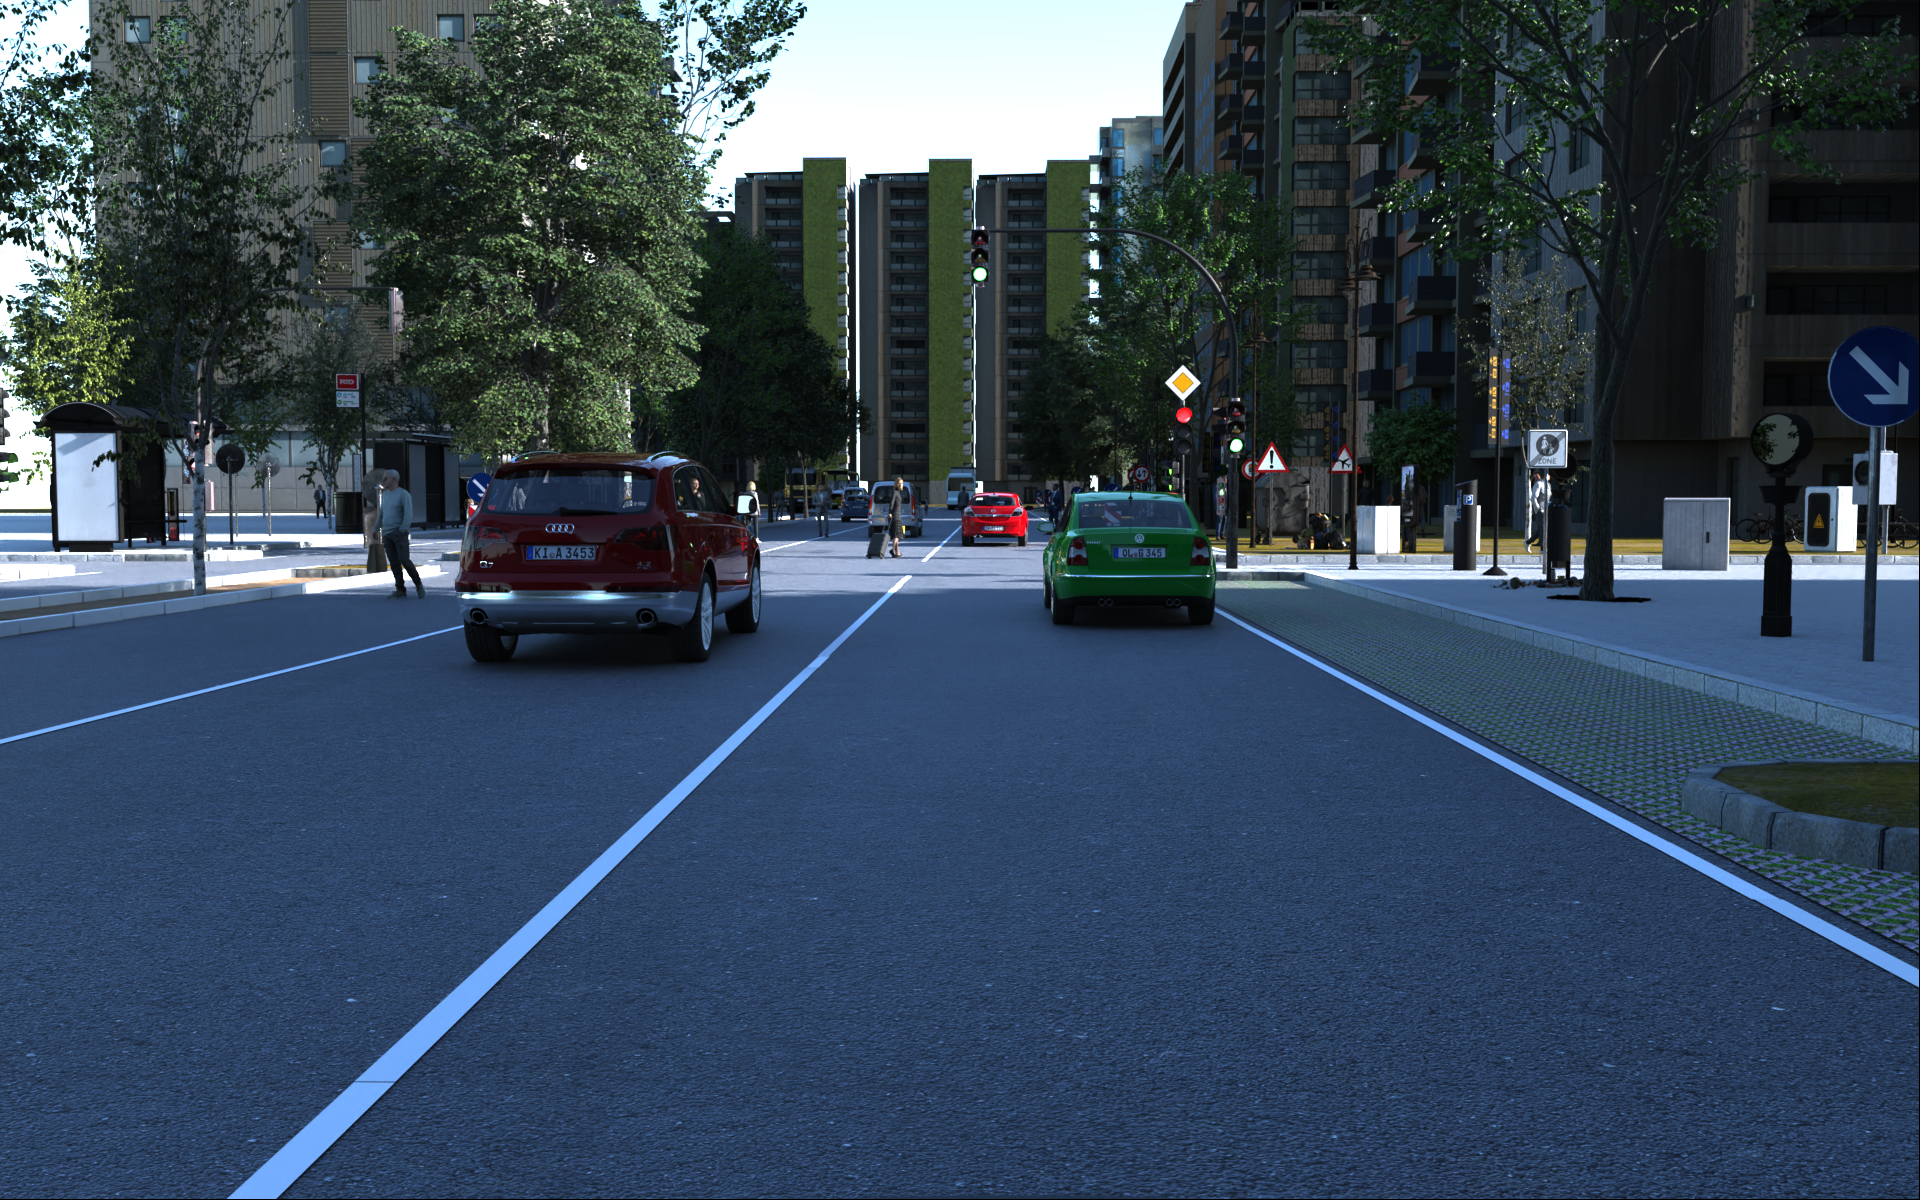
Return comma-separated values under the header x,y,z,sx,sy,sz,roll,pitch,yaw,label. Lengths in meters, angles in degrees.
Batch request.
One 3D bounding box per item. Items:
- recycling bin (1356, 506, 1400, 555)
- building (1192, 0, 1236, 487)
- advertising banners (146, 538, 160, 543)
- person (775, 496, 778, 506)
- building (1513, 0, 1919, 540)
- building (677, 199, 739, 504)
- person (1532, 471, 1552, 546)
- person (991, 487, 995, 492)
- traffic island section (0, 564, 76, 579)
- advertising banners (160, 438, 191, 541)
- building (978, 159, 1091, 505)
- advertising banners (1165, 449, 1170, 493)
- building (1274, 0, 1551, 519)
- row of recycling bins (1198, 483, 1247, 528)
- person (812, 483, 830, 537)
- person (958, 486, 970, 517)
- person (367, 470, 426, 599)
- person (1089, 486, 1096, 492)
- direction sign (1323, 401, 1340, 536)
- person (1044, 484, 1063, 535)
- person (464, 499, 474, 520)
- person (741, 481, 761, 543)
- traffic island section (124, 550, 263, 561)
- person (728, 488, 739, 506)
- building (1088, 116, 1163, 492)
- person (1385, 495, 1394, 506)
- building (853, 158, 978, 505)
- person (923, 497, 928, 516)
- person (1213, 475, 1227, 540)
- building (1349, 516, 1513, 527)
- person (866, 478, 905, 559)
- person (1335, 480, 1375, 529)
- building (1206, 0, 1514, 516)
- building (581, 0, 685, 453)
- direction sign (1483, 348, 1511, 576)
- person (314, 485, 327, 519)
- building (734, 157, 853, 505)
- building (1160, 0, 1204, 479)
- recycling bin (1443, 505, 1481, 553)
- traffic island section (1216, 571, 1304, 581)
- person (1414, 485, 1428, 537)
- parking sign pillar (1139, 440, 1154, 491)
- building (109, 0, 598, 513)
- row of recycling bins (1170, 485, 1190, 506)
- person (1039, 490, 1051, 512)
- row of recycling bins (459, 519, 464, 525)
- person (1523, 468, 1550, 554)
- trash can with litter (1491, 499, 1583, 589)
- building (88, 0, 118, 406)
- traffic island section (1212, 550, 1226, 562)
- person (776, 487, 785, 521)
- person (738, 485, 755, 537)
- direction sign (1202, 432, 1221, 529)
x,y,z,sx,sy,sz,roll,pitch,yaw,label
8.909,-1.498,37.052,0.722,1.027,0.722,-2,4,-26,recycling bin
27.691,-30.454,148.031,14.600,45.320,14.200,0,4,1,building
-21.255,-3.006,45.333,0.090,3.025,2.074,-1,4,-17,advertising banners
-19.065,-10.506,181.051,0.421,1.427,0.697,2,4,34,person
25.436,-17.242,53.610,14.107,30.474,14.160,0,4,1,building
-39.011,-32.544,223.978,23.993,40.220,32.217,0,4,1,building
14.227,-2.238,42.444,0.447,1.846,0.655,-1,4,-10,person
1.681,-4.887,88.584,0.661,1.801,0.590,1,4,13,person
-16.941,-0.490,30.297,2.009,0.180,2.903,0,4,1,traffic island section
-21.473,-3.119,47.186,2.074,3.025,0.090,2,4,35,advertising banners
8.837,-32.474,214.547,14.086,41.232,14.154,0,4,1,building
7.960,-4.302,66.520,0.090,3.025,2.074,0,4,4,advertising banners
26.178,-20.404,105.304,14.160,30.474,14.107,0,4,1,building
10.140,-3.630,66.463,1.069,1.692,3.534,0,4,-7,row of recycling bins
-4.594,-2.993,57.632,0.606,1.804,0.583,-1,4,-16,person
0.228,-4.710,85.616,0.694,1.812,0.767,1,4,10,person
-7.777,-0.906,23.799,0.782,1.767,0.515,2,4,30,person
8.209,-6.116,106.521,0.782,1.767,0.515,2,4,31,person
9.124,-3.096,42.614,0.379,3.537,0.876,-1,4,-11,direction sign
3.317,-3.189,60.830,0.419,1.800,0.721,-3,5,-41,person
-13.219,-2.093,46.996,0.394,1.301,0.425,0,4,-1,person
-6.169,-2.564,50.597,0.709,1.800,0.728,2,4,34,person
-16.779,-0.979,38.281,2.009,0.180,2.903,0,4,1,traffic island section
-18.612,-8.371,143.428,1.217,1.766,0.721,0,4,-4,person
31.204,-36.649,218.812,30.456,49.044,23.786,0,4,1,building
12.617,-2.447,50.724,0.373,1.253,0.362,2,4,29,person
-5.264,-32.435,213.912,14.086,41.232,14.154,0,4,1,building
-2.247,-6.140,113.575,0.332,1.250,0.352,0,4,-3,person
7.319,-2.583,48.462,0.419,1.800,0.721,3,5,45,person
29.363,-25.733,75.364,22.147,44.769,28.867,0,4,1,building
-1.626,-1.844,38.861,0.699,1.804,1.509,2,4,33,person
14.459,-3.472,63.020,0.699,1.804,1.509,-3,4,-36,person
30.606,-28.860,126.490,22.147,44.769,28.867,0,4,1,building
-42.531,-33.498,167.299,30.456,49.044,23.786,0,4,1,building
8.464,-2.158,27.282,0.379,3.537,0.876,3,4,38,direction sign
-33.413,-5.147,90.594,0.834,1.777,0.661,3,4,39,person
-20.141,-32.390,213.176,14.086,41.232,14.154,0,4,1,building
30.957,-33.152,165.736,21.300,48.544,21.600,0,4,1,building
11.105,-1.575,38.309,0.722,1.027,0.722,1,4,21,recycling bin
4.695,-0.463,29.853,2.009,0.180,2.903,0,4,1,traffic island section
13.632,-2.795,51.710,0.622,1.834,0.822,1,4,9,person
9.191,-5.932,85.466,1.447,3.967,1.447,-1,4,-9,parking sign pillar
-42.433,-32.903,127.204,28.713,52.752,27.495,0,4,1,building
10.198,-4.292,77.284,1.069,1.692,3.534,2,4,27,row of recycling bins
6.721,-7.655,134.343,1.217,1.739,0.721,0,4,-5,person
-21.138,-3.976,72.113,1.069,1.692,3.534,0,4,-3,row of recycling bins
12.444,-1.920,37.281,0.661,1.843,0.795,-3,5,-45,person
8.047,-0.801,24.149,2.233,1.210,1.678,-3,5,-40,trash can with litter
-68.070,-44.547,166.591,20.611,71.187,20.563,0,4,1,building
4.858,-0.951,37.836,2.009,0.180,2.903,0,4,1,traffic island section
-9.499,-5.070,91.663,0.520,1.790,0.573,0,4,-3,person
-6.945,-2.830,55.610,0.643,1.720,0.563,3,5,39,person
9.207,-4.371,63.459,0.876,3.537,0.379,-2,4,-34,direction sign
